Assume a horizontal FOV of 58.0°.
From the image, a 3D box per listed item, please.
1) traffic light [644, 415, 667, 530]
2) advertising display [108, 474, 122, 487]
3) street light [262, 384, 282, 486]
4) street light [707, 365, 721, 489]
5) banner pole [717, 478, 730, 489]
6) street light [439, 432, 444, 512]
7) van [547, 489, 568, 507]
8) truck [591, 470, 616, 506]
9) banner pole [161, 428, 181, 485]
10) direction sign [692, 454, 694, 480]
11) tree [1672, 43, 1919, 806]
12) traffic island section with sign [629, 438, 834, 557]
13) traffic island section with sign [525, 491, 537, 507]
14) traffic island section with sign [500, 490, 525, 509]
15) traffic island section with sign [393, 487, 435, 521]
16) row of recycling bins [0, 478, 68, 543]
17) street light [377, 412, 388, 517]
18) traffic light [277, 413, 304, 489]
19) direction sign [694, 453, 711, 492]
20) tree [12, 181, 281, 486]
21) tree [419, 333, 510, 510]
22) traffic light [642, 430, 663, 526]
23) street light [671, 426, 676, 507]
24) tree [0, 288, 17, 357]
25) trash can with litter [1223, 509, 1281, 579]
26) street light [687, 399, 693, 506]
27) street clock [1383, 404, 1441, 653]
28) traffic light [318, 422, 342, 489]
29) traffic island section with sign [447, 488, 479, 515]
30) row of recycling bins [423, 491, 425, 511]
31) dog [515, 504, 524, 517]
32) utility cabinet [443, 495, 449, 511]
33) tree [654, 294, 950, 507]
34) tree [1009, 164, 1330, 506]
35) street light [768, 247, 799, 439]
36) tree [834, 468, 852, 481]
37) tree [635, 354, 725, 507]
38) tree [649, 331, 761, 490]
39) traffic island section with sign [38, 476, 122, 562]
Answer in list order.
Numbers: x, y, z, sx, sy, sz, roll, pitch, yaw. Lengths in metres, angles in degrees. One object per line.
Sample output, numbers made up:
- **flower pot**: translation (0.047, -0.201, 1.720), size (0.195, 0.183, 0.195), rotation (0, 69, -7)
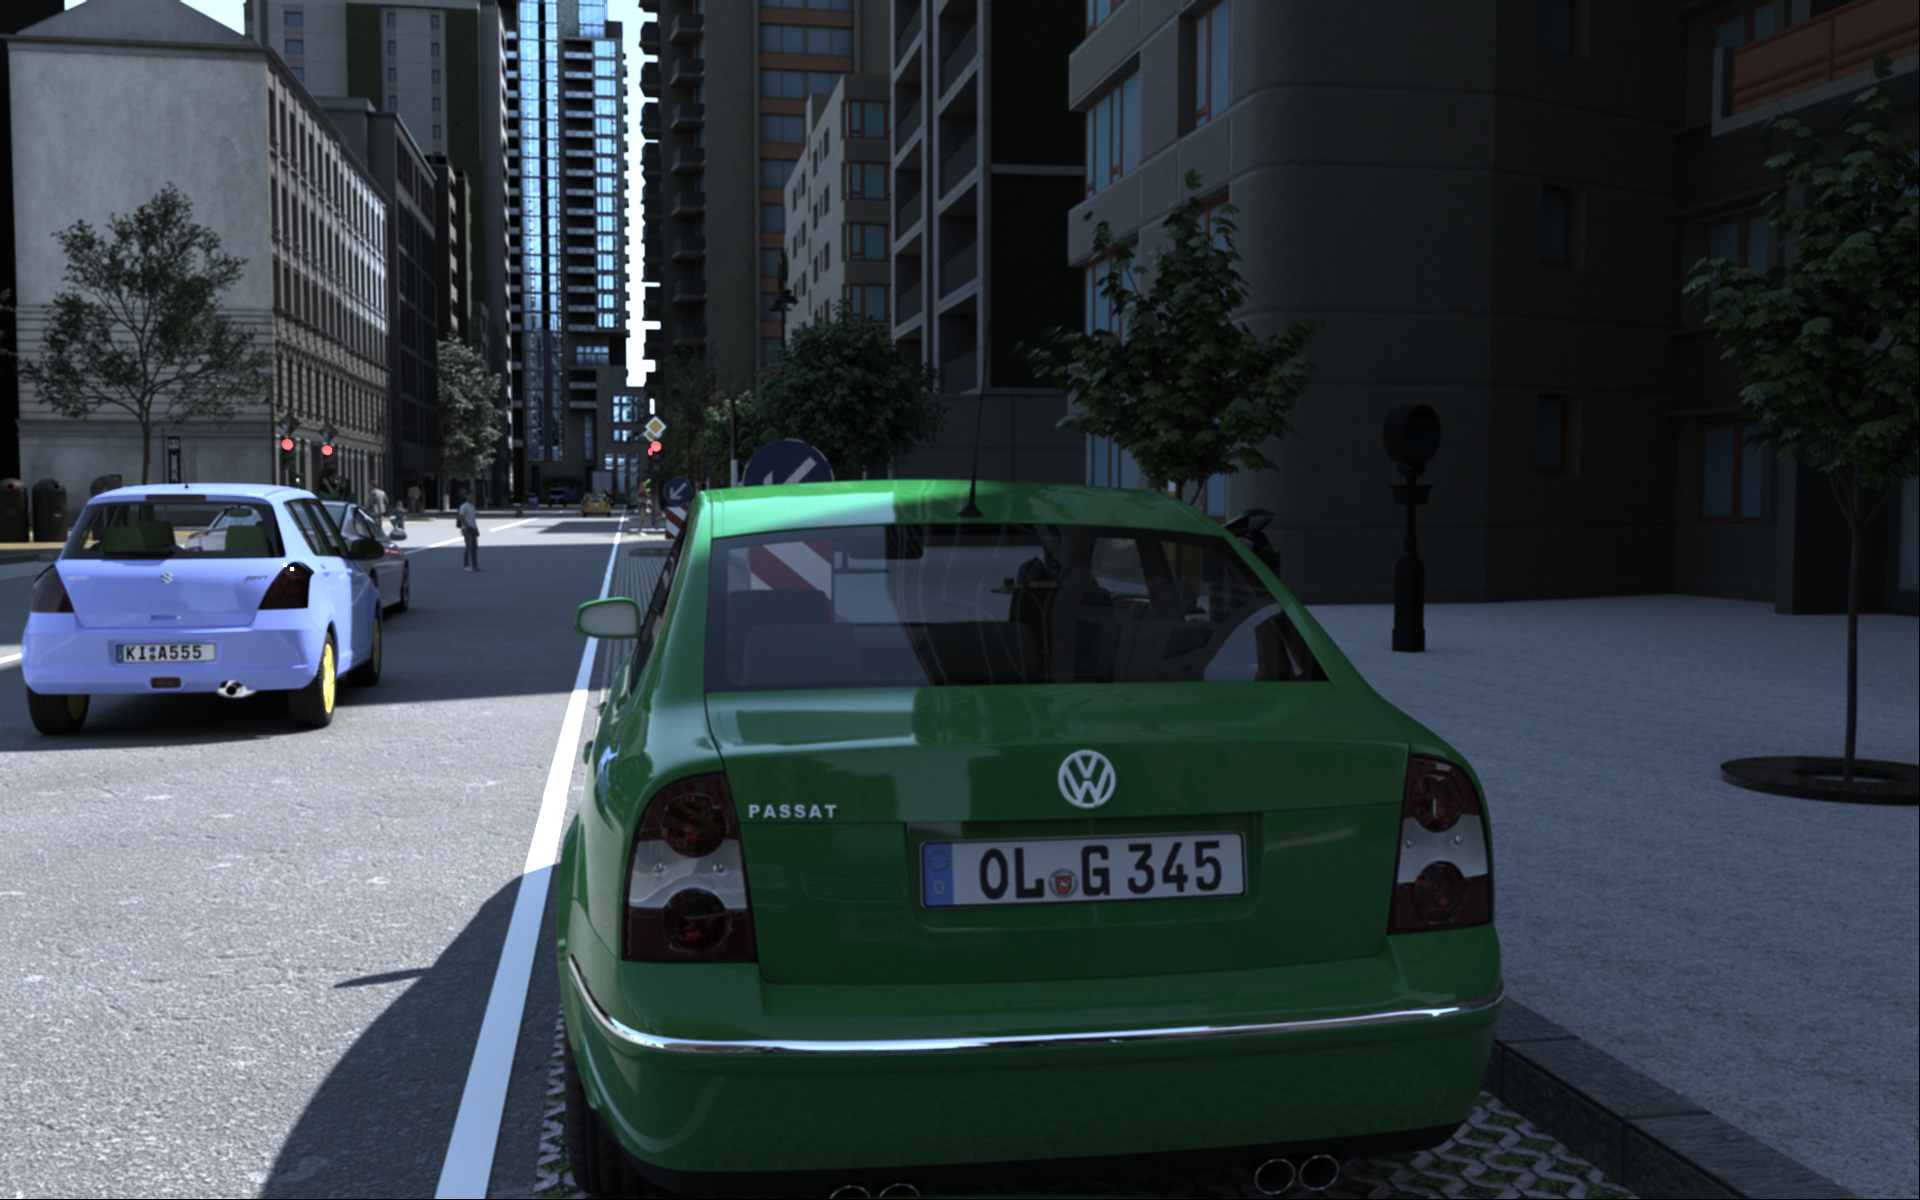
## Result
- **traffic light**: translation (-10.909, -4.475, 62.079), size (0.839, 4.253, 0.868), rotation (-1, 4, -11)
- **advertising display**: translation (-27.973, -3.190, 57.366), size (0.123, 1.923, 0.974), rotation (-1, 4, -8)
- **street light**: translation (-26.901, -5.813, 67.824), size (0.468, 5.910, 1.993), rotation (-1, 4, -11)
- **street light**: translation (-8.794, -5.456, 61.994), size (0.468, 5.910, 1.993), rotation (-1, 4, -11)
- **banner pole**: translation (-13.020, -6.485, 96.040), size (0.863, 3.779, 0.401), rotation (-1, 4, -16)
- **street light**: translation (-38.001, -9.418, 126.764), size (0.468, 5.910, 1.993), rotation (-1, 4, -11)
- **van**: translation (-44.685, -11.492, 192.277), size (2.240, 2.365, 5.245), rotation (-1, 4, -12)
- **truck**: translation (-41.921, -13.135, 203.677), size (2.839, 4.237, 11.283), rotation (-1, 4, -10)
- **banner pole**: translation (-30.012, -4.637, 65.833), size (0.401, 3.779, 0.863), rotation (3, 5, 44)
- **direction sign**: translation (-14.929, -6.535, 98.846), size (0.876, 3.537, 0.379), rotation (2, 4, 25)
- **tree**: translation (4.046, -0.788, 7.491), size (1.663, 3.219, 1.824), rotation (0, 3, 0)
- **traffic island section with sign**: translation (-1.468, -0.275, 13.128), size (1.989, 1.847, 2.006), rotation (-1, 4, -11)
- **traffic island section with sign**: translation (-48.600, -11.366, 194.457), size (1.989, 1.847, 2.006), rotation (-1, 4, -11)
- **traffic island section with sign**: translation (-43.522, -9.746, 167.982), size (1.989, 1.847, 2.006), rotation (-1, 4, -11)
- **traffic island section with sign**: translation (-28.973, -5.101, 92.021), size (1.989, 1.847, 2.006), rotation (-1, 4, -11)
- **row of recycling bins**: translation (-25.485, -2.352, 45.571), size (3.534, 1.692, 1.069), rotation (-2, 4, -35)
- **street light**: translation (-32.477, -7.623, 97.422), size (0.468, 5.910, 1.993), rotation (-1, 4, -11)
- **traffic light**: translation (-23.097, -4.331, 59.737), size (0.839, 4.253, 0.868), rotation (-1, 4, -11)
- **direction sign**: translation (-14.272, -6.414, 96.860), size (0.379, 3.537, 0.876), rotation (3, 4, 38)
- **tree**: translation (-23.762, -7.127, 50.933), size (7.601, 10.594, 8.767), rotation (-3, 5, -40)
- **tree**: translation (-40.566, -14.000, 135.558), size (9.857, 13.997, 8.962), rotation (0, 3, 0)
- **traffic light**: translation (-12.412, -4.954, 69.922), size (0.839, 4.253, 0.868), rotation (-1, 4, -11)
- **street light**: translation (-18.875, -8.664, 114.443), size (0.468, 5.910, 1.993), rotation (-1, 4, -11)
- **tree**: translation (-23.991, -5.462, 39.671), size (4.360, 8.622, 3.978), rotation (0, 3, 0)
- **trash can with litter**: translation (1.939, -0.120, 13.346), size (0.624, 1.170, 1.055), rotation (-3, 5, -44)
- **street light**: translation (-13.198, -6.841, 84.636), size (0.468, 5.910, 1.993), rotation (-1, 4, -11)
- **street clock**: translation (3.661, -0.582, 14.079), size (0.471, 2.002, 0.358), rotation (-3, 4, -39)
- **traffic light**: translation (-24.599, -4.811, 67.580), size (0.839, 4.253, 0.868), rotation (-1, 4, -11)
- **traffic island section with sign**: translation (-34.172, -6.760, 119.151), size (1.989, 1.847, 2.006), rotation (-1, 4, -11)
- **row of recycling bins**: translation (-41.740, -7.460, 129.078), size (3.534, 1.692, 1.069), rotation (-1, 4, -18)
- **dog**: translation (-27.665, -5.594, 108.297), size (0.800, 0.831, 0.513), rotation (0, 4, -8)
- **utility cabinet**: translation (-39.381, -7.433, 132.698), size (0.306, 1.237, 1.020), rotation (-1, 4, -10)
- **tree**: translation (-1.974, -2.734, 28.413), size (4.285, 4.588, 4.351), rotation (0, 3, 0)
- **tree**: translation (1.408, -0.954, 10.206), size (1.663, 3.219, 1.824), rotation (0, 3, 0)
- **street light**: translation (-3.323, -3.661, 32.642), size (0.468, 5.910, 1.993), rotation (-1, 4, -11)
- **tree**: translation (-3.294, -2.887, 41.796), size (1.663, 3.219, 1.824), rotation (0, 3, 0)
- **tree**: translation (-14.457, -8.558, 90.283), size (4.737, 8.622, 4.395), rotation (0, 3, 0)
- **tree**: translation (-11.134, -7.799, 77.870), size (4.360, 8.622, 3.978), rotation (0, 3, 0)
- **traffic island section with sign**: translation (-18.500, -1.756, 37.332), size (1.989, 1.847, 2.006), rotation (-1, 4, -11)
